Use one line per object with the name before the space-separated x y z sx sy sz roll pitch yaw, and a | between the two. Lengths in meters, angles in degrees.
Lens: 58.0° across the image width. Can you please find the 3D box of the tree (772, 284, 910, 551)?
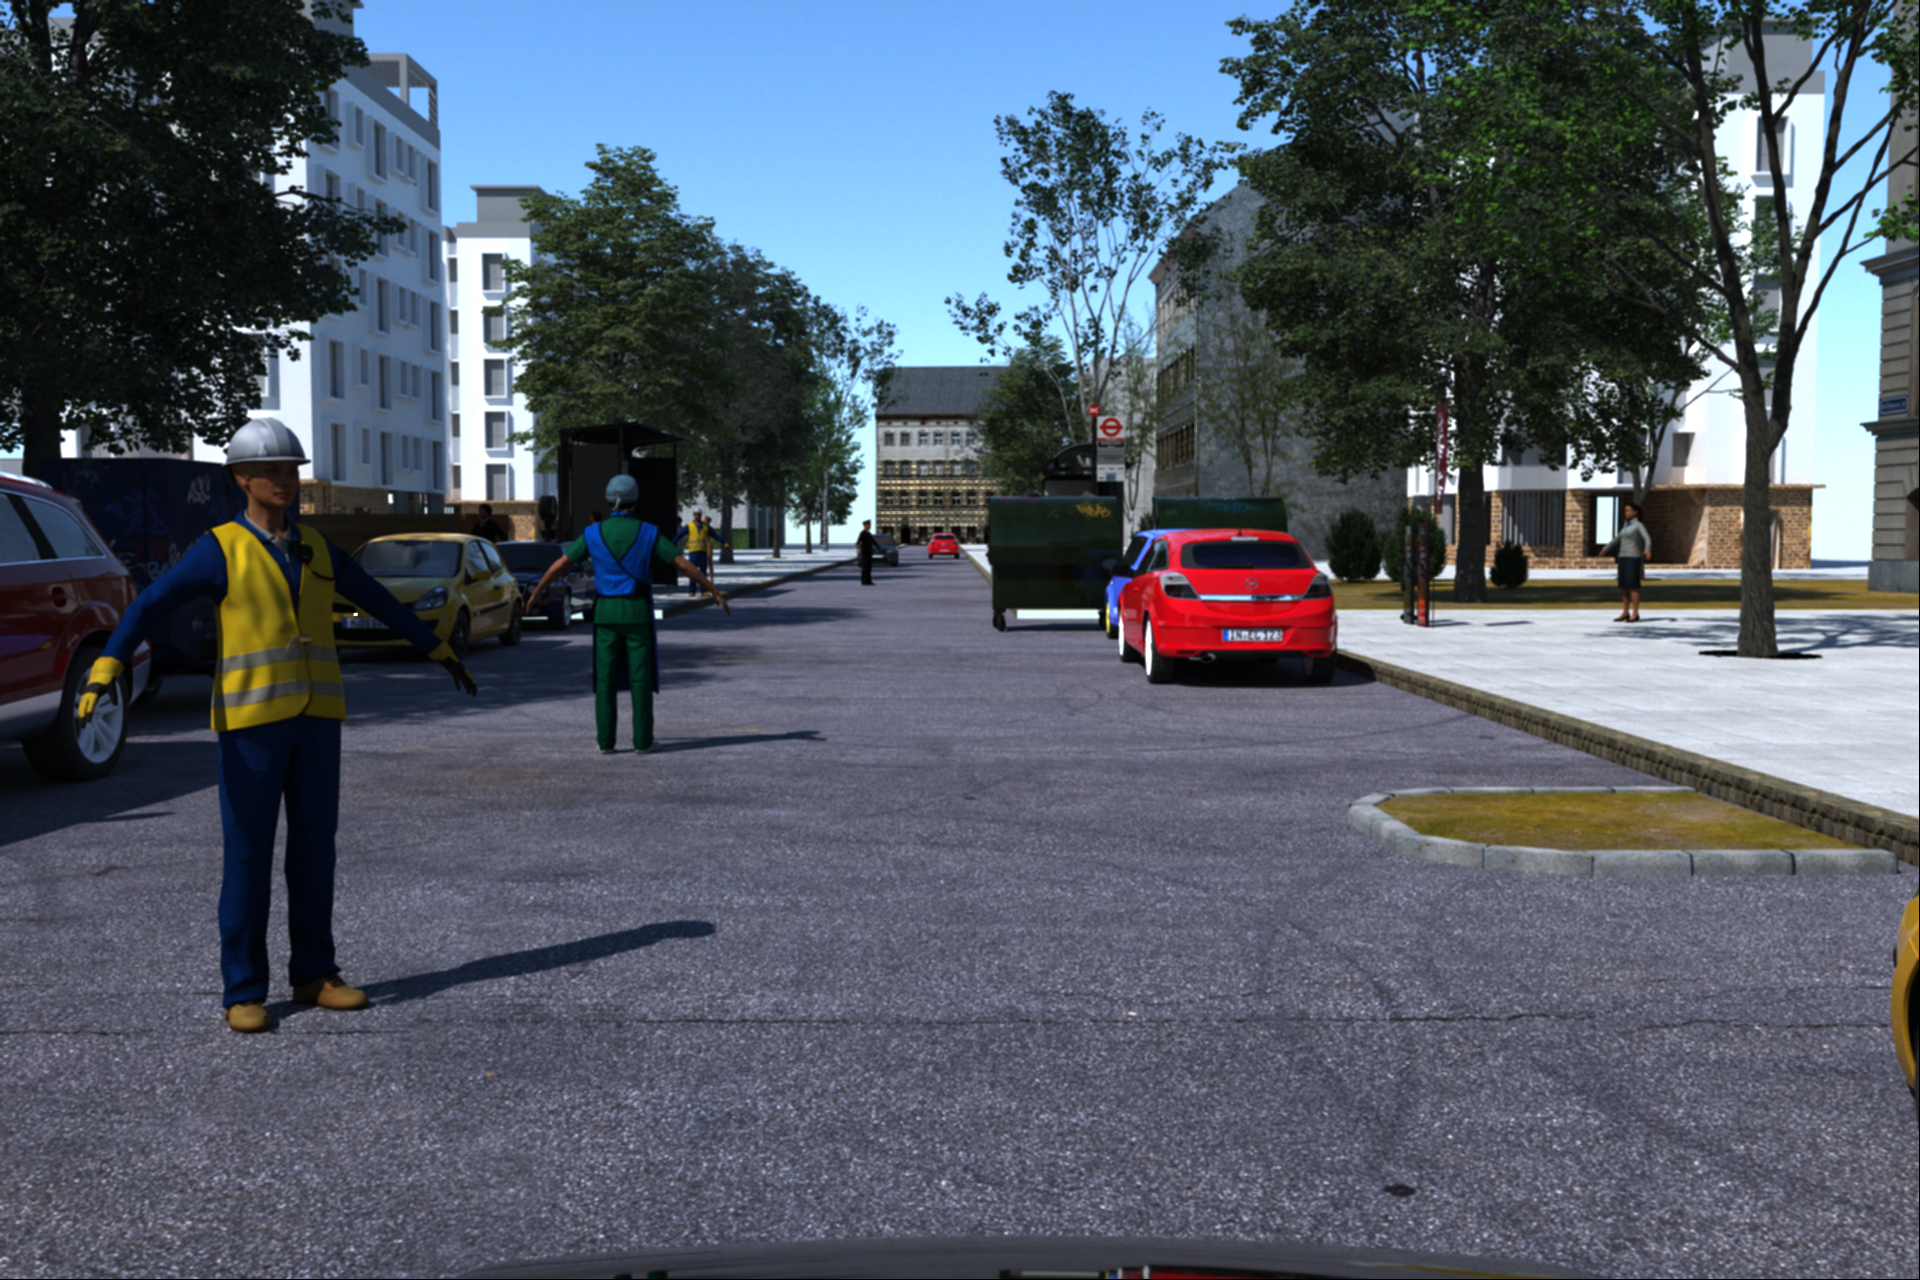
tree | -9.936 -16.770 130.084 12.611 20.169 13.585 0 3 0

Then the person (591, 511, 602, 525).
person | -7.435 -1.734 35.066 0.721 1.740 1.216 2 4 33

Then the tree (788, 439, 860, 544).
tree | -17.432 -19.207 220.692 9.857 13.997 8.962 0 3 0

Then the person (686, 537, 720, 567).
person | -9.965 -3.706 66.856 1.348 1.796 0.705 0 4 2

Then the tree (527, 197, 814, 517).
tree | -10.450 -9.319 62.737 12.009 13.543 11.850 0 3 0

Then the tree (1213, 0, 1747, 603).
tree | 9.487 -7.673 32.108 9.857 13.997 8.962 0 3 0

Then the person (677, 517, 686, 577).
person | -8.501 -2.809 52.108 0.705 1.806 1.347 -2 4 -33

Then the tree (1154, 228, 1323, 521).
tree | 7.281 -5.574 41.496 4.360 8.622 3.978 0 3 0

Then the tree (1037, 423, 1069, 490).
tree | 5.184 -9.616 107.581 4.360 8.622 3.978 0 3 0

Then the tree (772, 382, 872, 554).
tree | -9.764 -11.437 112.747 9.928 11.665 9.643 0 3 0

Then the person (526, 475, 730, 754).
person | -2.189 -0.168 11.328 1.347 1.817 0.704 0 4 1

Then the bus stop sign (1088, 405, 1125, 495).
bus stop sign | 2.981 -2.880 35.790 0.855 3.939 0.416 0 4 0

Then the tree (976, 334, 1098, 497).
tree | 4.449 -11.052 98.823 7.486 12.596 7.792 0 3 0

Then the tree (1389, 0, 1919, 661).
tree | 8.406 -5.635 17.892 9.928 11.665 9.643 0 3 0

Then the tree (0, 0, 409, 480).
tree | -12.219 -7.103 22.794 9.857 13.997 8.962 0 3 0

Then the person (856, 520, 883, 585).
person | -2.582 -2.455 48.524 0.705 1.837 1.347 2 4 27

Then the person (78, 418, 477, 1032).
person | -1.974 0.234 5.099 0.721 1.772 1.216 3 5 41

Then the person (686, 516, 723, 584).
person | -6.493 -2.282 44.121 1.217 1.733 0.721 2 4 33

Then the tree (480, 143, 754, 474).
tree | -9.939 -8.100 50.562 7.486 12.596 7.792 0 3 0

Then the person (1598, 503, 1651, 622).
person | 9.702 -1.127 25.252 0.721 1.735 1.217 -1 4 -12

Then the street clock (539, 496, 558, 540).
street clock | -7.754 -1.719 32.674 0.358 2.002 0.471 0 4 1

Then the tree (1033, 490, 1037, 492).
tree | 4.736 -10.981 129.907 4.360 8.622 3.978 0 3 0

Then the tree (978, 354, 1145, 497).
tree | 5.424 -9.463 89.134 8.767 10.594 7.601 -1 4 -19

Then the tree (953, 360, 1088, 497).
tree | 4.612 -12.882 120.983 12.009 13.543 11.850 0 3 0

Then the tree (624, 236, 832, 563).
tree | -10.195 -10.341 75.725 9.857 13.997 8.962 0 3 0

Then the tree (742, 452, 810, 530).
tree | -10.383 -9.048 98.291 4.360 8.622 3.978 0 3 0

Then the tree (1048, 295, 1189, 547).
tree | 5.386 -6.285 53.118 4.360 8.622 3.978 0 3 0

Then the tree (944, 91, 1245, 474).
tree | 5.758 -13.269 72.844 12.611 20.169 13.585 0 3 0

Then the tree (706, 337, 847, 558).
tree | -9.773 -10.111 91.071 9.928 11.665 9.643 0 3 0

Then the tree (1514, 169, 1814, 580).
tree | 19.125 -7.490 48.219 9.928 11.665 9.643 0 3 0
